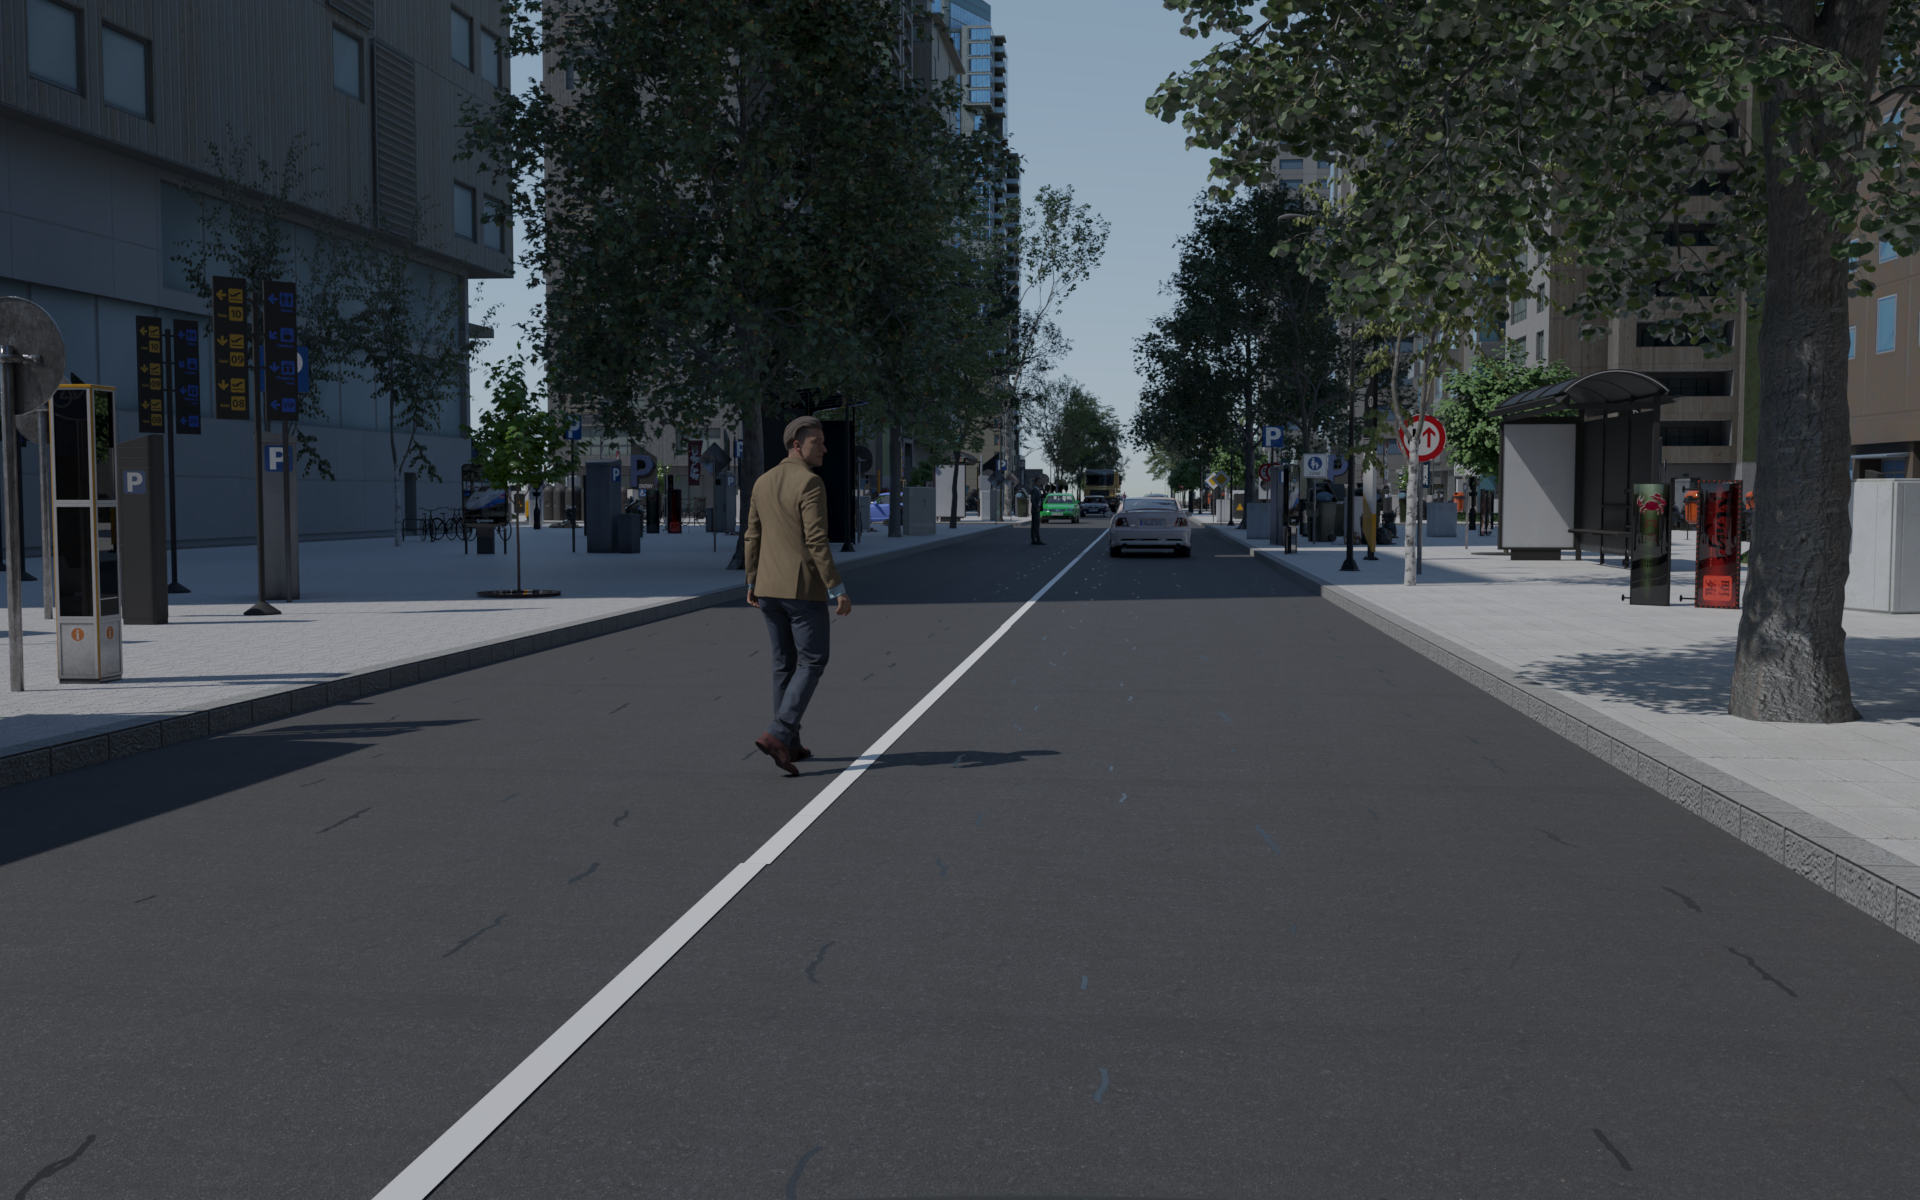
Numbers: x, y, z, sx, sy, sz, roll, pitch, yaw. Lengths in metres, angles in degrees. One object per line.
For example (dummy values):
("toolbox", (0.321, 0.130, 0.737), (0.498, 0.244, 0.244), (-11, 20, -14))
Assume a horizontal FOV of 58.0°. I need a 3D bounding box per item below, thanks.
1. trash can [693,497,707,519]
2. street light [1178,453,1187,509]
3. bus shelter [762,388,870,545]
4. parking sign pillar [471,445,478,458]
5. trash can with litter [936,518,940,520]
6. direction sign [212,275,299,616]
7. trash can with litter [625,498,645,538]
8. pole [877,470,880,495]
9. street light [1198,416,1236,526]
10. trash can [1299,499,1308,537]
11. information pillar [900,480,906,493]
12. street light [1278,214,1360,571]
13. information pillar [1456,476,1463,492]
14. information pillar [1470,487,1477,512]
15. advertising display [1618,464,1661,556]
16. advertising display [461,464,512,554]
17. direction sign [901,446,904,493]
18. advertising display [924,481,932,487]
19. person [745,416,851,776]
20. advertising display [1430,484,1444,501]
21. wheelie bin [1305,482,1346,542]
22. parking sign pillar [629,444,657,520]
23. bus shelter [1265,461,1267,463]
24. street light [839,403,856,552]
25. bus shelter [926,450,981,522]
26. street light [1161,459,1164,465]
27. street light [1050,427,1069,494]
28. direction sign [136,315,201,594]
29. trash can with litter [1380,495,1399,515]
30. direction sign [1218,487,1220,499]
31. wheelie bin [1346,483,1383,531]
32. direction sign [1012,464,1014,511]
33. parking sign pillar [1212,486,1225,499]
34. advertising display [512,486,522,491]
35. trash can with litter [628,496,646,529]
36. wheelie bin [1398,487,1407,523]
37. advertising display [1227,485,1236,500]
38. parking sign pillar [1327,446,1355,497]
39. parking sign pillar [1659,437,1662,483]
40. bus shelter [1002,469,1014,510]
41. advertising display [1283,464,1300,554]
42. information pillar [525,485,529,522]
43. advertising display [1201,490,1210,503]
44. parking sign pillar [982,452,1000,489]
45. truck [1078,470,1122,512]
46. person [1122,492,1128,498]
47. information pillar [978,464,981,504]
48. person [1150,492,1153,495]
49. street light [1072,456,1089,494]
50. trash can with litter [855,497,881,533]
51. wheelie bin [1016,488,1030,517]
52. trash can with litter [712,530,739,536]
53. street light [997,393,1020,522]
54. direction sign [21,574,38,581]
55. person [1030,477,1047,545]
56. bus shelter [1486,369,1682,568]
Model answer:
("trash can", (-13.446, -4.768, 89.607), (0.748, 1.137, 0.748), (0, 3, 0))
("street light", (14.875, -8.471, 111.045), (1.470, 5.913, 1.316), (0, 4, 6))
("bus shelter", (-3.468, -3.031, 40.837), (1.731, 3.624, 6.357), (0, 4, 6))
("parking sign pillar", (-19.070, -4.808, 67.076), (1.447, 3.967, 1.447), (2, 4, 27))
("trash can with litter", (-1.099, -4.663, 87.294), (1.678, 1.210, 2.233), (-2, 4, -34))
("direction sign", (-7.428, -1.611, 18.337), (0.876, 3.537, 0.379), (-3, 5, -45))
("trash can with litter", (-9.727, -2.394, 50.536), (1.055, 1.170, 0.624), (0, 4, -4))
("pole", (-6.799, -9.236, 144.850), (0.158, 3.312, 0.155), (0, 3, 0))
("street light", (10.443, -5.963, 70.040), (1.470, 5.913, 1.316), (0, 4, 6))
("trash can", (10.471, -2.459, 51.858), (0.748, 1.137, 0.748), (0, 3, 0))
("information pillar", (-2.973, -5.175, 89.102), (0.304, 2.012, 0.304), (2, 4, 23))
("street light", (5.976, -3.443, 28.839), (1.470, 5.913, 1.316), (0, 4, 6))
("information pillar", (27.675, -6.397, 95.939), (0.504, 3.616, 0.183), (-3, 5, -42))
("information pillar", (33.859, -6.706, 114.132), (0.304, 2.012, 0.304), (-1, 4, -14))
("advertising display", (14.157, -1.892, 36.140), (0.974, 1.923, 0.123), (-1, 4, -17))
("advertising display", (-10.128, -1.941, 36.948), (0.974, 1.923, 0.123), (0, 4, 3))
("direction sign", (-2.718, -5.504, 81.981), (0.379, 3.537, 0.876), (-1, 4, -9))
("advertising display", (-1.499, -4.768, 83.166), (0.123, 1.923, 0.974), (1, 4, 23))
("person", (-0.855, -0.039, 9.043), (0.656, 1.842, 0.836), (1, 4, 13))
("advertising display", (30.148, -6.378, 109.493), (0.974, 1.923, 0.123), (-2, 4, -24))
("wheelie bin", (9.697, -2.359, 46.476), (0.693, 1.594, 0.980), (-2, 4, -25))
("parking sign pillar", (-15.648, -5.941, 85.614), (1.447, 3.967, 1.447), (0, 4, 3))
("bus shelter", (19.262, -7.458, 113.216), (1.731, 3.624, 6.357), (0, 4, 6))
("street light", (-1.953, -4.015, 38.181), (1.470, 5.913, 1.316), (0, 4, 6))
("bus shelter", (-0.246, -5.375, 81.812), (2.014, 3.302, 5.546), (0, 4, 6))
("street light", (27.464, -15.705, 229.313), (1.470, 5.913, 1.316), (0, 4, 6))
("street light", (6.861, -9.051, 120.519), (1.470, 5.913, 1.316), (0, 4, 6))
("direction sign", (-10.199, -1.859, 22.393), (0.379, 3.537, 0.876), (2, 4, 30))
("trash can with litter", (26.200, -5.712, 104.442), (2.233, 1.210, 1.678), (0, 3, 0))
("direction sign", (17.363, -7.589, 116.076), (0.876, 3.537, 0.379), (-2, 4, -28))
("wheelie bin", (11.169, -2.429, 47.617), (0.693, 1.594, 0.980), (-3, 4, -36))
("direction sign", (3.983, -8.514, 131.201), (0.379, 3.537, 0.876), (0, 3, 0))
("parking sign pillar", (18.454, -8.190, 122.376), (1.447, 3.967, 1.447), (1, 4, 16))
("advertising display", (-31.023, -7.085, 121.053), (0.974, 1.923, 0.123), (2, 4, 32))
("trash can with litter", (-12.136, -3.257, 64.302), (1.678, 1.210, 2.233), (-1, 4, -15))
("wheelie bin", (19.843, -4.228, 77.031), (0.693, 1.594, 0.980), (2, 4, 23))
("advertising display", (15.924, -5.912, 101.877), (0.123, 1.923, 0.974), (-2, 4, -26))
("parking sign pillar", (18.703, -5.908, 85.062), (1.447, 3.967, 1.447), (3, 5, 41))
("parking sign pillar", (32.513, -5.707, 81.785), (1.447, 3.967, 1.447), (-2, 4, -29))
("bus shelter", (2.442, -7.517, 116.822), (2.014, 3.302, 5.546), (0, 4, 6))
("advertising display", (7.121, -1.957, 37.210), (0.123, 1.923, 0.974), (2, 4, 25))
("information pillar", (-20.106, -5.477, 80.911), (0.504, 3.616, 0.183), (1, 4, 21))
("advertising display", (20.833, -8.651, 146.657), (0.974, 1.923, 0.123), (-2, 4, -32))
("parking sign pillar", (2.017, -7.572, 112.275), (1.447, 3.967, 1.447), (2, 4, 29))
("truck", (11.449, -8.770, 139.309), (3.469, 3.379, 9.791), (0, 4, 8))
("person", (23.156, -14.293, 242.871), (1.217, 1.739, 0.721), (-3, 5, -40))
("information pillar", (1.570, -8.346, 127.819), (0.504, 3.616, 0.183), (-2, 4, -31))
("person", (30.492, -16.424, 276.903), (0.709, 1.838, 0.599), (-2, 4, -33))
("street light", (10.623, -11.185, 155.411), (1.470, 5.913, 1.316), (0, 4, 6))
("trash can with litter", (-3.290, -2.901, 58.481), (1.678, 1.210, 2.233), (2, 4, 32))
("wheelie bin", (3.450, -5.348, 95.345), (0.693, 1.594, 0.980), (1, 4, 14))
("trash can with litter", (-6.775, -2.629, 54.037), (2.233, 1.210, 1.678), (3, 5, 40))
("street light", (2.409, -6.529, 79.294), (1.470, 5.913, 1.316), (0, 4, 6))
("direction sign", (-13.862, -2.050, 25.518), (0.876, 3.537, 0.379), (2, 4, 24))
("person", (2.232, -2.525, 49.138), (0.474, 1.900, 0.648), (0, 4, 4))
("bus shelter", (10.912, -2.256, 30.811), (2.014, 3.302, 5.546), (0, 4, 6))
